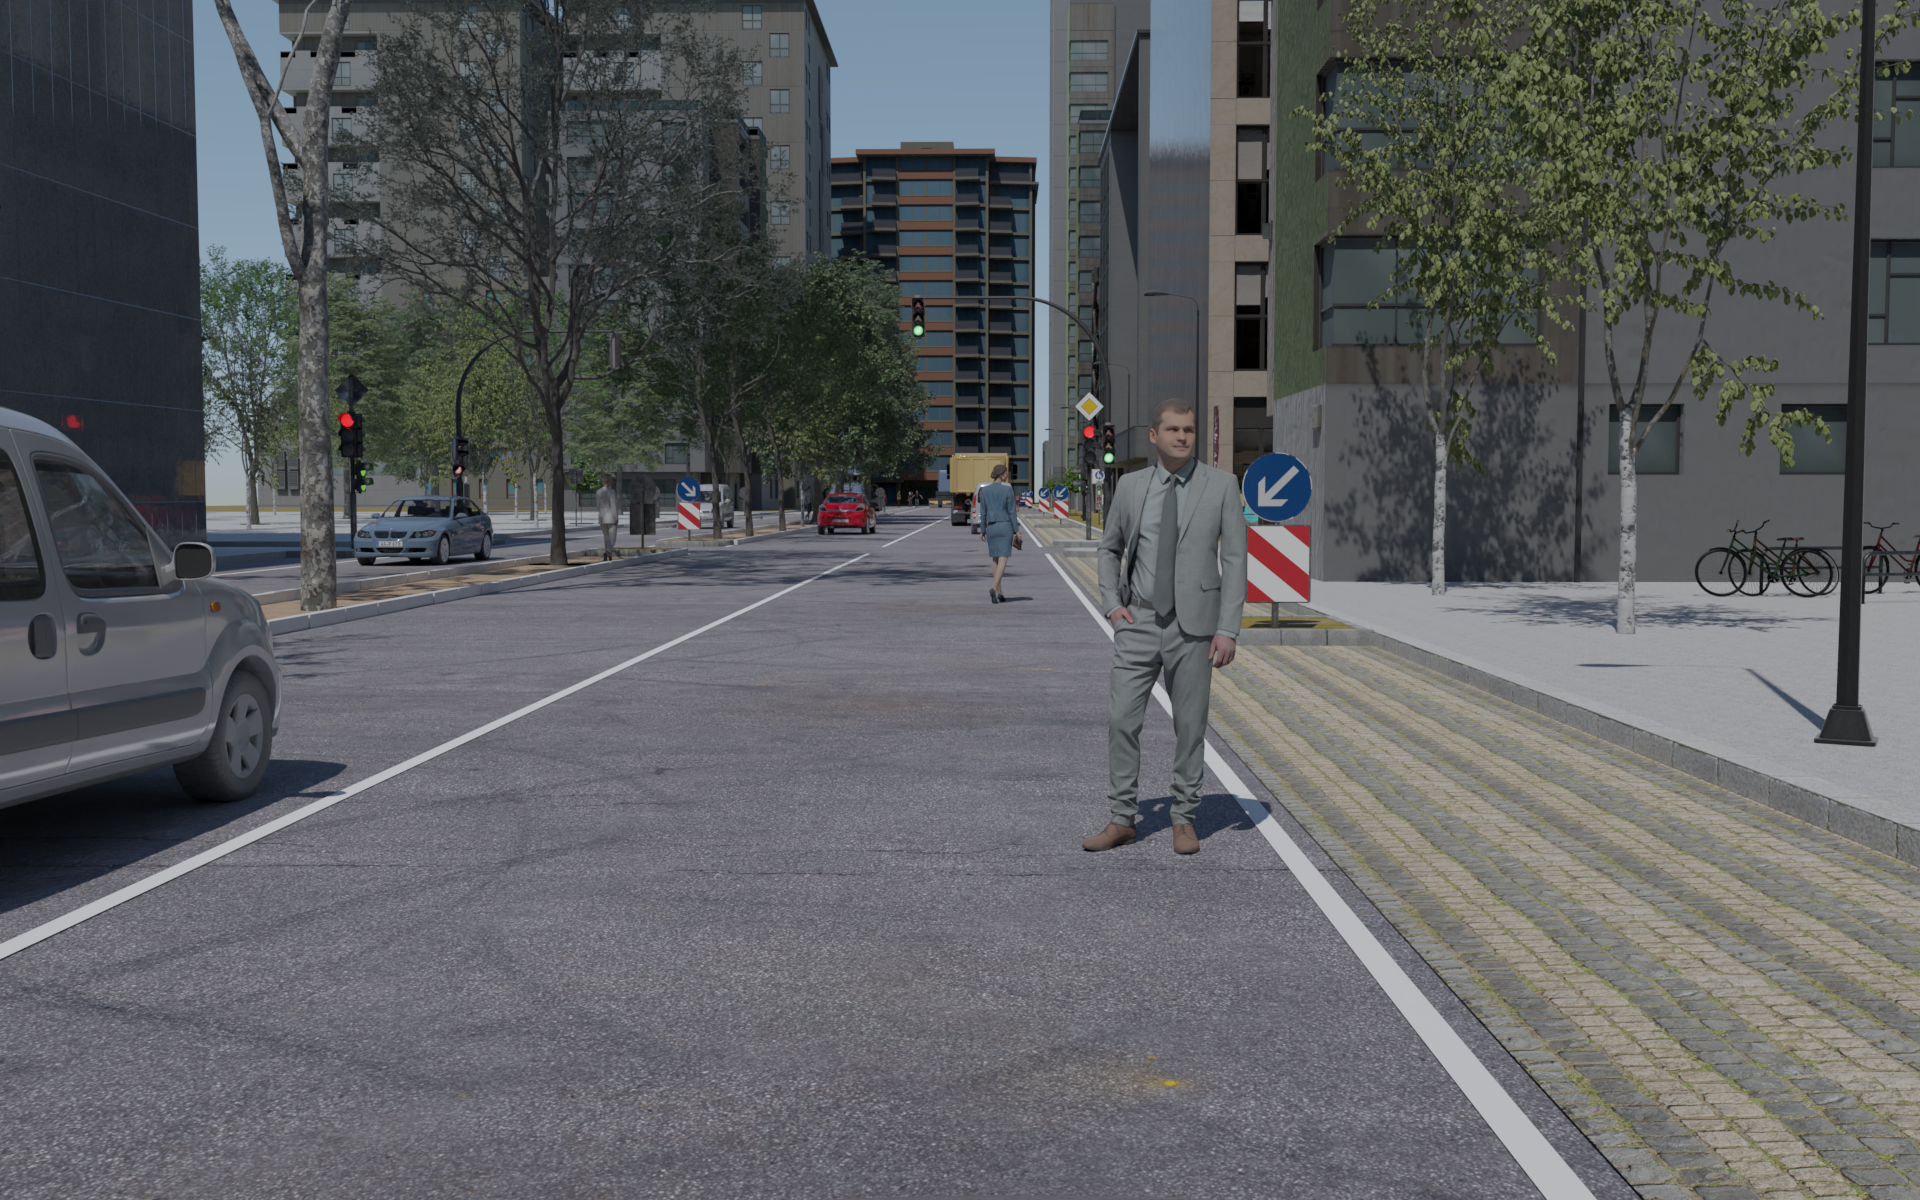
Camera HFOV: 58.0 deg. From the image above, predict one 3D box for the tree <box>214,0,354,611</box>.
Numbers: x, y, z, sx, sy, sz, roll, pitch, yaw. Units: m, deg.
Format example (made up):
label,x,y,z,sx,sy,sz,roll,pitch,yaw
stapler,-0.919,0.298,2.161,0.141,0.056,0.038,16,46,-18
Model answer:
label,x,y,z,sx,sy,sz,roll,pitch,yaw
tree,-9.064,-9.980,21.523,12.611,20.169,13.585,0,3,0

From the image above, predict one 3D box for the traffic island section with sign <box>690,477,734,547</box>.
label,x,y,z,sx,sy,sz,roll,pitch,yaw
traffic island section with sign,-7.370,-2.428,47.841,2.006,1.907,1.989,0,4,1

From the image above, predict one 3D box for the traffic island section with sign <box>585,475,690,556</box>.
label,x,y,z,sx,sy,sz,roll,pitch,yaw
traffic island section with sign,-7.542,-1.975,40.436,2.006,1.907,1.989,0,4,1

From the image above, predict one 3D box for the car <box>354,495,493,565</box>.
label,x,y,z,sx,sy,sz,roll,pitch,yaw
car,-11.175,-1.491,36.380,2.014,1.417,4.499,0,4,2

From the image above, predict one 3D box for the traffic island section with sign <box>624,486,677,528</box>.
label,x,y,z,sx,sy,sz,roll,pitch,yaw
traffic island section with sign,-13.080,-3.962,73.408,1.989,1.847,2.006,0,4,1

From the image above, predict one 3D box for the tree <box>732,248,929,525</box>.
label,x,y,z,sx,sy,sz,roll,pitch,yaw
tree,-6.581,-9.828,80.151,9.611,12.733,9.660,0,3,0

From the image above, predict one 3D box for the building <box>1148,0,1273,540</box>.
label,x,y,z,sx,sy,sz,roll,pitch,yaw
building,24.047,-15.406,56.408,34.151,26.468,19.350,0,4,1

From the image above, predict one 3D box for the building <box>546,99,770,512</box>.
label,x,y,z,sx,sy,sz,roll,pitch,yaw
building,-22.306,-21.945,130.495,14.160,30.474,14.107,0,4,1

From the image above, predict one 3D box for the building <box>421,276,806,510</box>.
label,x,y,z,sx,sy,sz,roll,pitch,yaw
building,-29.013,-18.801,152.440,27.650,21.520,28.899,0,4,1

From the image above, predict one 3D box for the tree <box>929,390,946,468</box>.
label,x,y,z,sx,sy,sz,roll,pitch,yaw
tree,-5.713,-11.449,106.652,9.611,12.733,9.660,0,3,0

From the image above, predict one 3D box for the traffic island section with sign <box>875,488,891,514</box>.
label,x,y,z,sx,sy,sz,roll,pitch,yaw
traffic island section with sign,-5.727,-7.023,122.962,2.006,1.907,1.989,0,4,1

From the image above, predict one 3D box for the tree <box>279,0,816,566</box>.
label,x,y,z,sx,sy,sz,roll,pitch,yaw
tree,-7.996,-7.417,34.093,12.009,13.543,11.850,0,3,0

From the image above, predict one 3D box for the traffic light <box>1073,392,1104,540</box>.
label,x,y,z,sx,sy,sz,roll,pitch,yaw
traffic light,3.543,-3.603,47.827,0.839,4.253,0.868,0,4,1

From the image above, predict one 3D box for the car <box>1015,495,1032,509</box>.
label,x,y,z,sx,sy,sz,roll,pitch,yaw
car,5.974,-9.392,166.132,1.945,1.354,3.894,0,4,0

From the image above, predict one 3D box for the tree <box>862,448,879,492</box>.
label,x,y,z,sx,sy,sz,roll,pitch,yaw
tree,-6.248,-8.933,98.872,4.737,8.622,4.395,0,3,0

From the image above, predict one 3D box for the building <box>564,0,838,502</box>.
label,x,y,z,sx,sy,sz,roll,pitch,yaw
building,-27.865,-36.376,183.988,27.495,52.752,28.713,0,4,1

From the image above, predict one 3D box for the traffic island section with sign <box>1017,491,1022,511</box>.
label,x,y,z,sx,sy,sz,roll,pitch,yaw
traffic island section with sign,5.835,-8.631,149.737,1.989,1.847,2.006,0,4,1

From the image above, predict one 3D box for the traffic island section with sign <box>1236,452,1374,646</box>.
label,x,y,z,sx,sy,sz,roll,pitch,yaw
traffic island section with sign,2.916,-0.523,17.185,1.989,1.847,2.006,0,4,1

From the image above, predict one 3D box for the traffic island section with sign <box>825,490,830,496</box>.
label,x,y,z,sx,sy,sz,roll,pitch,yaw
traffic island section with sign,-11.363,-8.703,150.927,1.989,1.847,2.006,0,4,1

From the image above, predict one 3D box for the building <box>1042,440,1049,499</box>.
label,x,y,z,sx,sy,sz,roll,pitch,yaw
building,25.954,-55.261,216.189,31.000,86.520,22.319,0,4,1

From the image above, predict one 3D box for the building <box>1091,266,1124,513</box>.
label,x,y,z,sx,sy,sz,roll,pitch,yaw
building,17.024,-15.085,114.090,16.820,18.784,16.811,0,4,1

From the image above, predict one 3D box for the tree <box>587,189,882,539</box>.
label,x,y,z,sx,sy,sz,roll,pitch,yaw
tree,-7.009,-6.941,50.353,8.767,10.594,7.601,0,4,1

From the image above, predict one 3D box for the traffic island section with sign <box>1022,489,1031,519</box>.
label,x,y,z,sx,sy,sz,roll,pitch,yaw
traffic island section with sign,4.744,-5.618,100.488,1.989,1.847,2.006,0,4,1

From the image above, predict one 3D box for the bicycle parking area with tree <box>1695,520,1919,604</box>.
label,x,y,z,sx,sy,sz,roll,pitch,yaw
bicycle parking area with tree,13.702,-1.961,19.065,9.016,4.147,8.231,0,4,1

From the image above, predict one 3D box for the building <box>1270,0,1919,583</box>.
label,x,y,z,sx,sy,sz,roll,pitch,yaw
building,12.478,-15.864,31.086,14.160,30.474,14.107,0,4,1

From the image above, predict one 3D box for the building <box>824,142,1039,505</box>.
label,x,y,z,sx,sy,sz,roll,pitch,yaw
building,-4.714,-34.467,218.157,28.867,44.769,22.147,0,4,1

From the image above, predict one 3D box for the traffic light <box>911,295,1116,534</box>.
label,x,y,z,sx,sy,sz,roll,pitch,yaw
traffic light,1.274,-3.980,39.749,4.771,5.953,1.251,0,4,1

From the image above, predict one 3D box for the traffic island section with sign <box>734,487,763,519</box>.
label,x,y,z,sx,sy,sz,roll,pitch,yaw
traffic island section with sign,-12.490,-5.610,100.357,1.989,1.847,2.006,0,4,1

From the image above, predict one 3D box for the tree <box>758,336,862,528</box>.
label,x,y,z,sx,sy,sz,roll,pitch,yaw
tree,-6.596,-7.320,72.507,4.737,8.622,4.395,0,3,0

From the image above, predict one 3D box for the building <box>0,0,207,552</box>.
label,x,y,z,sx,sy,sz,roll,pitch,yaw
building,-27.415,-13.172,33.384,19.932,24.808,12.078,0,4,1

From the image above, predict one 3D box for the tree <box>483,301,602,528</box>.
label,x,y,z,sx,sy,sz,roll,pitch,yaw
tree,-16.101,-7.059,65.776,4.360,8.622,3.978,0,3,0

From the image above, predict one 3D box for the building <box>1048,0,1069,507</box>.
label,x,y,z,sx,sy,sz,roll,pitch,yaw
building,19.869,-39.135,181.850,21.231,58.520,28.212,0,4,1

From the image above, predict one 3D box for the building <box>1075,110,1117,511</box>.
label,x,y,z,sx,sy,sz,roll,pitch,yaw
building,15.850,-22.130,133.521,14.160,30.474,14.107,0,4,1

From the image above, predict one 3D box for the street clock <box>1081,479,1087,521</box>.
label,x,y,z,sx,sy,sz,roll,pitch,yaw
street clock,5.962,-4.793,82.939,0.471,2.002,0.358,1,4,8

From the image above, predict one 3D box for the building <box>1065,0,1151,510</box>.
label,x,y,z,sx,sy,sz,roll,pitch,yaw
building,15.993,-28.359,147.263,14.154,41.232,14.086,0,4,1

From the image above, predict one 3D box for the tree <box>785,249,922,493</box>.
label,x,y,z,sx,sy,sz,roll,pitch,yaw
tree,-6.370,-11.102,90.634,9.857,13.997,8.962,0,3,0

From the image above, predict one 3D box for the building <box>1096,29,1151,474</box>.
label,x,y,z,sx,sy,sz,roll,pitch,yaw
building,14.659,-16.264,84.980,14.314,24.678,30.058,0,4,1

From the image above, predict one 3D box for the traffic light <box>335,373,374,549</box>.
label,x,y,z,sx,sy,sz,roll,pitch,yaw
traffic light,-14.090,-3.137,40.211,0.839,4.253,0.868,0,4,1

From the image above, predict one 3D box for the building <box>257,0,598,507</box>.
label,x,y,z,sx,sy,sz,roll,pitch,yaw
building,-55.627,-36.372,183.915,27.495,52.752,28.713,0,4,1

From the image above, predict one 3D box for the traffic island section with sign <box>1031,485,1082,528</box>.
label,x,y,z,sx,sy,sz,roll,pitch,yaw
traffic island section with sign,4.154,-3.970,73.540,1.989,1.847,2.006,0,4,1

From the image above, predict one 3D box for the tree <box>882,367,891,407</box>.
label,x,y,z,sx,sy,sz,roll,pitch,yaw
tree,-7.014,-7.411,58.042,8.767,10.594,7.601,0,4,1

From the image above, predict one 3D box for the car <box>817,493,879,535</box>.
label,x,y,z,sx,sy,sz,roll,pitch,yaw
car,-4.057,-3.274,62.571,2.155,1.783,4.494,0,4,3

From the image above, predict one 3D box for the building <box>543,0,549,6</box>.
label,x,y,z,sx,sy,sz,roll,pitch,yaw
building,-65.074,-55.424,218.854,31.000,86.520,22.319,0,4,1

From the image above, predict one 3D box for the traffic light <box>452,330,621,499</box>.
label,x,y,z,sx,sy,sz,roll,pitch,yaw
traffic light,-11.821,-4.496,48.183,4.771,5.953,1.251,0,4,1

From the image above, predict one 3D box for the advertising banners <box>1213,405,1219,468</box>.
label,x,y,z,sx,sy,sz,roll,pitch,yaw
advertising banners,5.055,-2.384,35.173,0.090,3.025,2.074,0,4,-1
